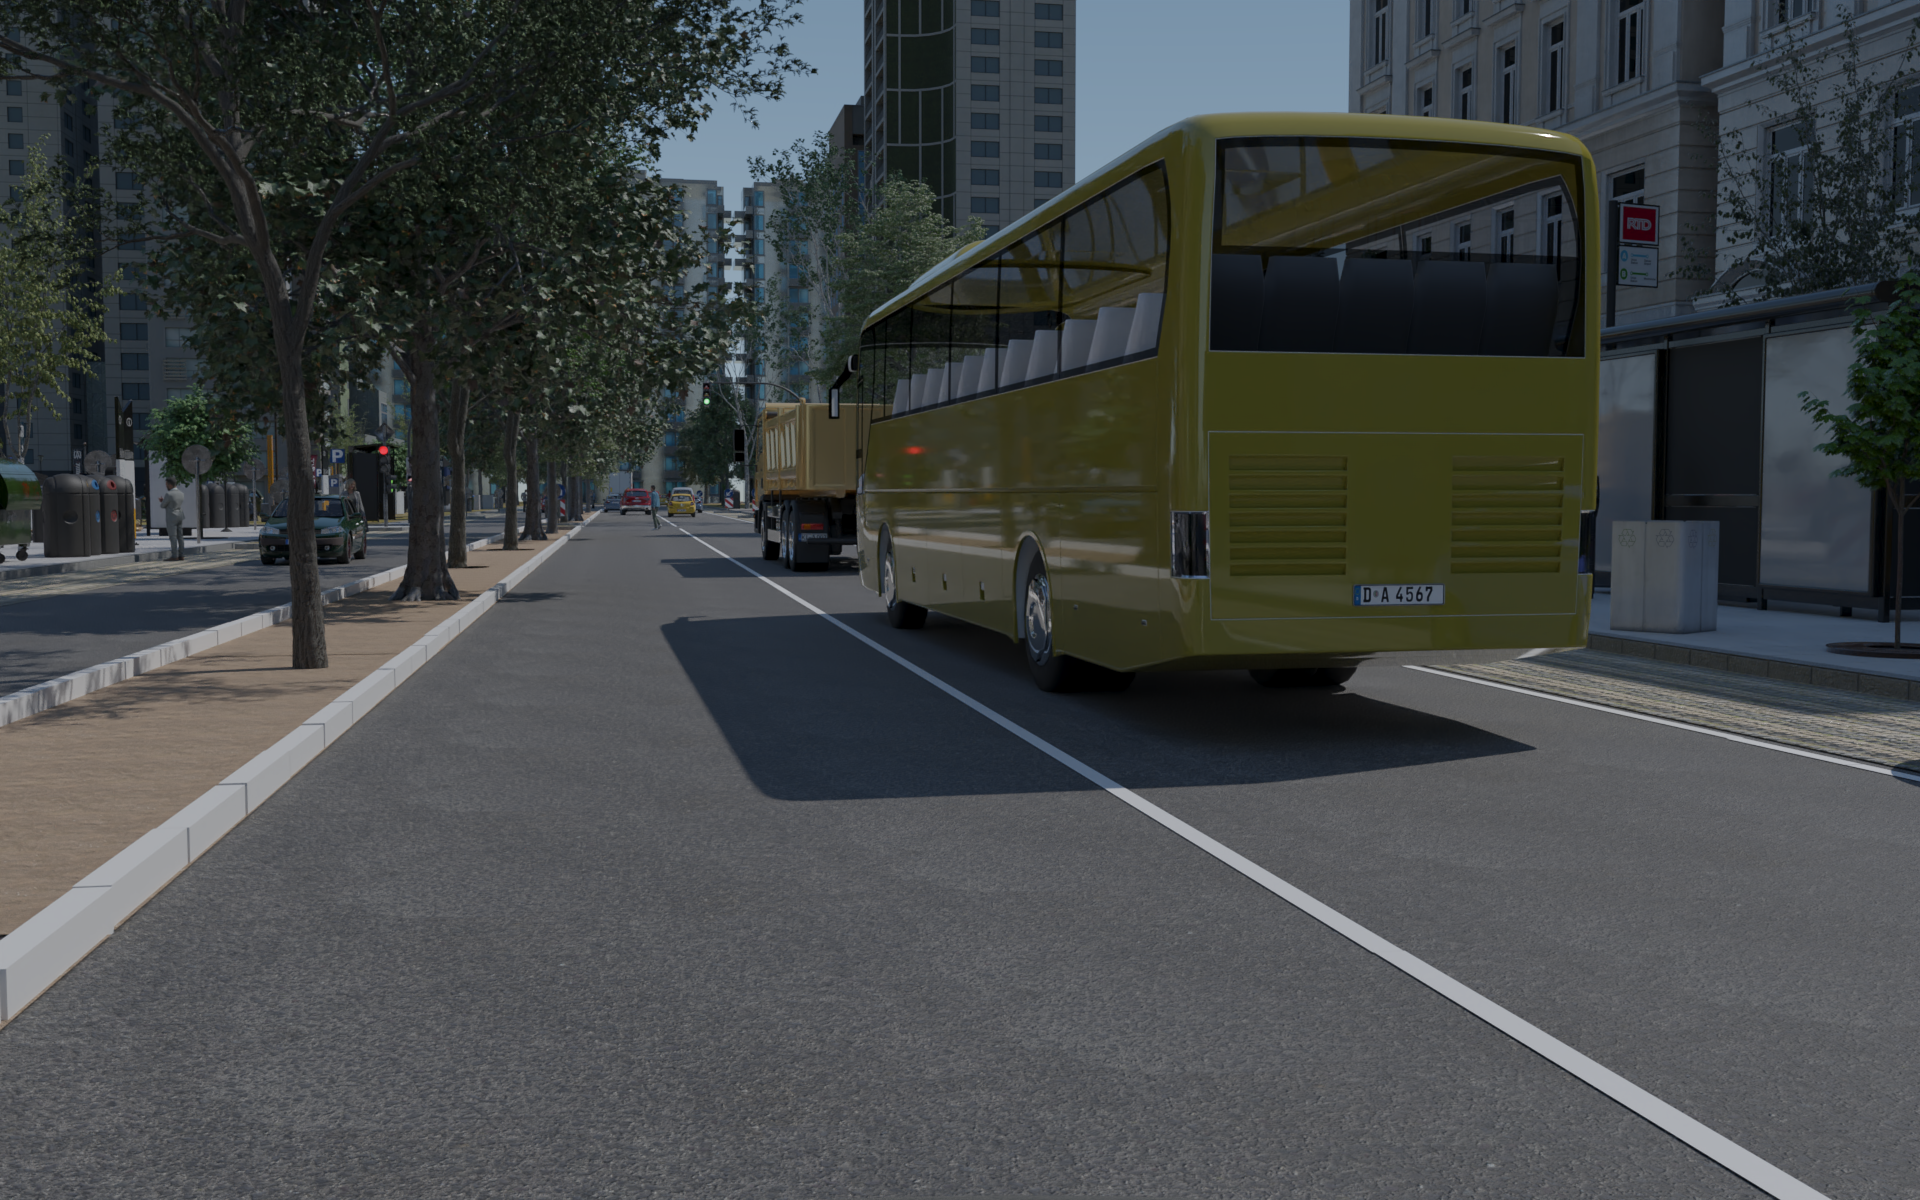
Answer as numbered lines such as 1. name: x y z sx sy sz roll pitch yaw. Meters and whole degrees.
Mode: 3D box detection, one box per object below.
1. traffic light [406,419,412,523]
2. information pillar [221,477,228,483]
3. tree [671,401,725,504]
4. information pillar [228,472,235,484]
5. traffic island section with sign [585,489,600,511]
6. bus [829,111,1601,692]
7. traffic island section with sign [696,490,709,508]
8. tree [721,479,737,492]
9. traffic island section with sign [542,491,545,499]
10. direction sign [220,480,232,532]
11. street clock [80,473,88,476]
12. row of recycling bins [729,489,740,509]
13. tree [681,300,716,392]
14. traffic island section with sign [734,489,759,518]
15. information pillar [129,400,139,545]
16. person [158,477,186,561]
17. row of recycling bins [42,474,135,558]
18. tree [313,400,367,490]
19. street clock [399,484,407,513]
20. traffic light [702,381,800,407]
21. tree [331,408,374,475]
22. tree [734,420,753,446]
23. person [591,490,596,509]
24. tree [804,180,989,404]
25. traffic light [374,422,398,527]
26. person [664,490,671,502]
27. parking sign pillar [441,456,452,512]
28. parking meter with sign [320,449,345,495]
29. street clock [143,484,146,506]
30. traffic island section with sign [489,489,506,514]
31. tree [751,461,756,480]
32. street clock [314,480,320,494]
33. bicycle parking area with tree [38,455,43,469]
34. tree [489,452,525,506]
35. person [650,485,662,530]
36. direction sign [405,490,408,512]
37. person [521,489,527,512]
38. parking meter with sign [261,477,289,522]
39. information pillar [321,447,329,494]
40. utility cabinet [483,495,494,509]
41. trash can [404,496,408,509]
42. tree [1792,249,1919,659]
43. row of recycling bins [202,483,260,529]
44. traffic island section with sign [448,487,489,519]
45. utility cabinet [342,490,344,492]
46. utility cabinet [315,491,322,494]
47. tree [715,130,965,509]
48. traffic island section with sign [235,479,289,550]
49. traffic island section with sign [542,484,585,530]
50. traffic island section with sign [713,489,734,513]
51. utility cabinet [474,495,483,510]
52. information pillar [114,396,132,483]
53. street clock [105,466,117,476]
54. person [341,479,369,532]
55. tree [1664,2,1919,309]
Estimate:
1. traffic light: -21.955 -6.197 75.995 4.771 5.953 1.251 -1 4 -11
2. information pillar: -47.415 -7.333 111.248 0.183 3.616 0.504 -2 4 -35
3. tree: -33.338 -19.562 226.500 9.857 13.997 8.962 0 3 0
4. information pillar: -50.223 -7.830 119.370 0.504 3.616 0.183 0 4 2
5. traffic island section with sign: -32.138 -8.696 150.315 2.006 1.907 1.989 -1 4 -11
6. bus: 1.114 -1.465 15.498 2.896 3.916 12.252 -1 4 -12
7. traffic island section with sign: -27.009 -10.408 178.792 1.989 1.847 2.006 -1 4 -11
8. tree: -23.676 -11.198 177.682 1.663 3.219 1.824 0 3 0
9. traffic island section with sign: -48.588 -11.896 203.121 1.989 1.847 2.006 -1 4 -11
10. direction sign: -24.905 -4.079 58.696 0.876 3.537 0.379 1 4 23
11. street clock: -30.111 -3.361 59.521 0.471 2.002 0.358 -2 4 -28
12. row of recycling bins: -19.695 -8.831 151.504 1.069 1.692 3.534 -1 4 -10
13. tree: -17.884 -17.886 148.322 12.611 20.169 13.585 0 3 0
14. traffic island section with sign: -12.228 -5.778 103.090 1.989 1.847 2.006 -1 4 -11
15. information pillar: -20.685 -3.160 43.020 0.183 3.616 0.504 1 4 9
16. person: -16.842 -1.731 36.983 0.466 1.800 0.511 0 4 -1
17. row of recycling bins: -18.394 -1.800 36.538 1.069 1.692 3.534 0 4 -7
18. tree: -47.281 -11.141 132.518 4.737 8.622 4.395 0 3 0
19. street clock: -37.185 -6.798 115.718 0.358 2.002 0.471 3 5 44
20. traffic light: -8.049 -5.855 70.400 4.771 5.953 1.251 -1 4 -11
21. tree: -50.602 -11.886 144.702 4.360 8.622 3.978 0 3 0
22. tree: -26.095 -16.141 189.662 9.928 11.665 9.643 0 3 0
23. person: -34.973 -9.564 164.850 0.705 1.826 1.348 1 4 17
24. tree: -1.843 -8.900 63.648 7.486 12.596 7.792 0 3 0
25. traffic light: -22.462 -4.820 67.725 0.839 4.253 0.868 -1 4 -11
26. person: -31.277 -10.887 186.438 1.348 1.831 0.705 -3 5 -42
27. parking sign pillar: -36.302 -8.258 123.495 1.447 3.967 1.447 2 4 32
28. parking meter with sign: -23.852 -4.270 66.069 0.543 3.016 1.738 -1 4 -11
29. street clock: -59.051 -7.405 125.644 0.358 2.002 0.471 -2 4 -23
30. traffic island section with sign: -33.590 -7.201 126.360 1.989 1.847 2.006 -1 4 -11
31. tree: -12.537 -8.159 117.119 4.285 4.588 4.351 0 3 0
32. street clock: -34.289 -5.366 92.309 0.358 2.002 0.471 -1 4 -13
33. bicycle parking area with tree: -65.735 -8.711 129.430 8.231 4.147 9.016 -1 4 -23
34. tree: -47.188 -14.068 180.370 4.737 8.622 4.395 0 3 0
35. person: -12.057 -3.654 68.592 0.444 1.785 0.601 1 4 22
36. direction sign: -38.861 -7.913 121.382 0.876 3.537 0.379 2 4 34
37. person: -34.137 -7.779 135.867 0.592 1.802 0.473 3 4 38
38. parking meter with sign: -31.031 -5.067 79.108 1.738 3.016 0.543 0 4 -4
39. information pillar: -27.945 -5.190 76.218 0.183 3.616 0.504 0 4 8
40. utility cabinet: -40.188 -8.339 147.511 1.020 1.237 0.306 2 4 28
41. trash can: -46.762 -8.199 145.703 0.748 1.137 0.748 0 3 0
42. tree: 7.414 -1.175 13.817 1.663 3.219 1.824 0 3 0
43. row of recycling bins: -28.173 -3.591 65.818 1.069 1.692 3.534 1 4 9
44. traffic island section with sign: -28.438 -5.582 99.900 1.989 1.847 2.006 -1 4 -11
45. utility cabinet: -28.227 -4.271 78.513 0.318 1.500 1.173 0 4 -2
46. utility cabinet: -42.791 -6.551 115.779 1.173 1.500 0.318 0 4 0
47. tree: -5.666 -14.242 88.738 12.611 20.169 13.585 0 3 0
48. traffic island section with sign: -17.811 -2.255 45.497 1.989 1.847 2.006 -1 4 -11
49. traffic island section with sign: -17.735 -4.185 76.564 2.006 1.907 1.989 -1 4 -11
50. traffic island section with sign: -17.517 -7.433 130.163 1.989 1.847 2.006 -1 4 -11
51. utility cabinet: -39.179 -7.848 139.479 1.020 1.237 0.306 0 4 8
52. information pillar: -20.214 -3.080 41.711 0.183 3.616 0.504 -1 4 -12
53. street clock: -21.967 -2.472 44.985 0.358 2.002 0.471 0 4 1
54. person: -14.595 -2.019 41.701 0.709 1.800 0.728 -2 4 -35
55. tree: 12.830 -4.585 25.331 4.360 8.622 3.978 0 3 0
